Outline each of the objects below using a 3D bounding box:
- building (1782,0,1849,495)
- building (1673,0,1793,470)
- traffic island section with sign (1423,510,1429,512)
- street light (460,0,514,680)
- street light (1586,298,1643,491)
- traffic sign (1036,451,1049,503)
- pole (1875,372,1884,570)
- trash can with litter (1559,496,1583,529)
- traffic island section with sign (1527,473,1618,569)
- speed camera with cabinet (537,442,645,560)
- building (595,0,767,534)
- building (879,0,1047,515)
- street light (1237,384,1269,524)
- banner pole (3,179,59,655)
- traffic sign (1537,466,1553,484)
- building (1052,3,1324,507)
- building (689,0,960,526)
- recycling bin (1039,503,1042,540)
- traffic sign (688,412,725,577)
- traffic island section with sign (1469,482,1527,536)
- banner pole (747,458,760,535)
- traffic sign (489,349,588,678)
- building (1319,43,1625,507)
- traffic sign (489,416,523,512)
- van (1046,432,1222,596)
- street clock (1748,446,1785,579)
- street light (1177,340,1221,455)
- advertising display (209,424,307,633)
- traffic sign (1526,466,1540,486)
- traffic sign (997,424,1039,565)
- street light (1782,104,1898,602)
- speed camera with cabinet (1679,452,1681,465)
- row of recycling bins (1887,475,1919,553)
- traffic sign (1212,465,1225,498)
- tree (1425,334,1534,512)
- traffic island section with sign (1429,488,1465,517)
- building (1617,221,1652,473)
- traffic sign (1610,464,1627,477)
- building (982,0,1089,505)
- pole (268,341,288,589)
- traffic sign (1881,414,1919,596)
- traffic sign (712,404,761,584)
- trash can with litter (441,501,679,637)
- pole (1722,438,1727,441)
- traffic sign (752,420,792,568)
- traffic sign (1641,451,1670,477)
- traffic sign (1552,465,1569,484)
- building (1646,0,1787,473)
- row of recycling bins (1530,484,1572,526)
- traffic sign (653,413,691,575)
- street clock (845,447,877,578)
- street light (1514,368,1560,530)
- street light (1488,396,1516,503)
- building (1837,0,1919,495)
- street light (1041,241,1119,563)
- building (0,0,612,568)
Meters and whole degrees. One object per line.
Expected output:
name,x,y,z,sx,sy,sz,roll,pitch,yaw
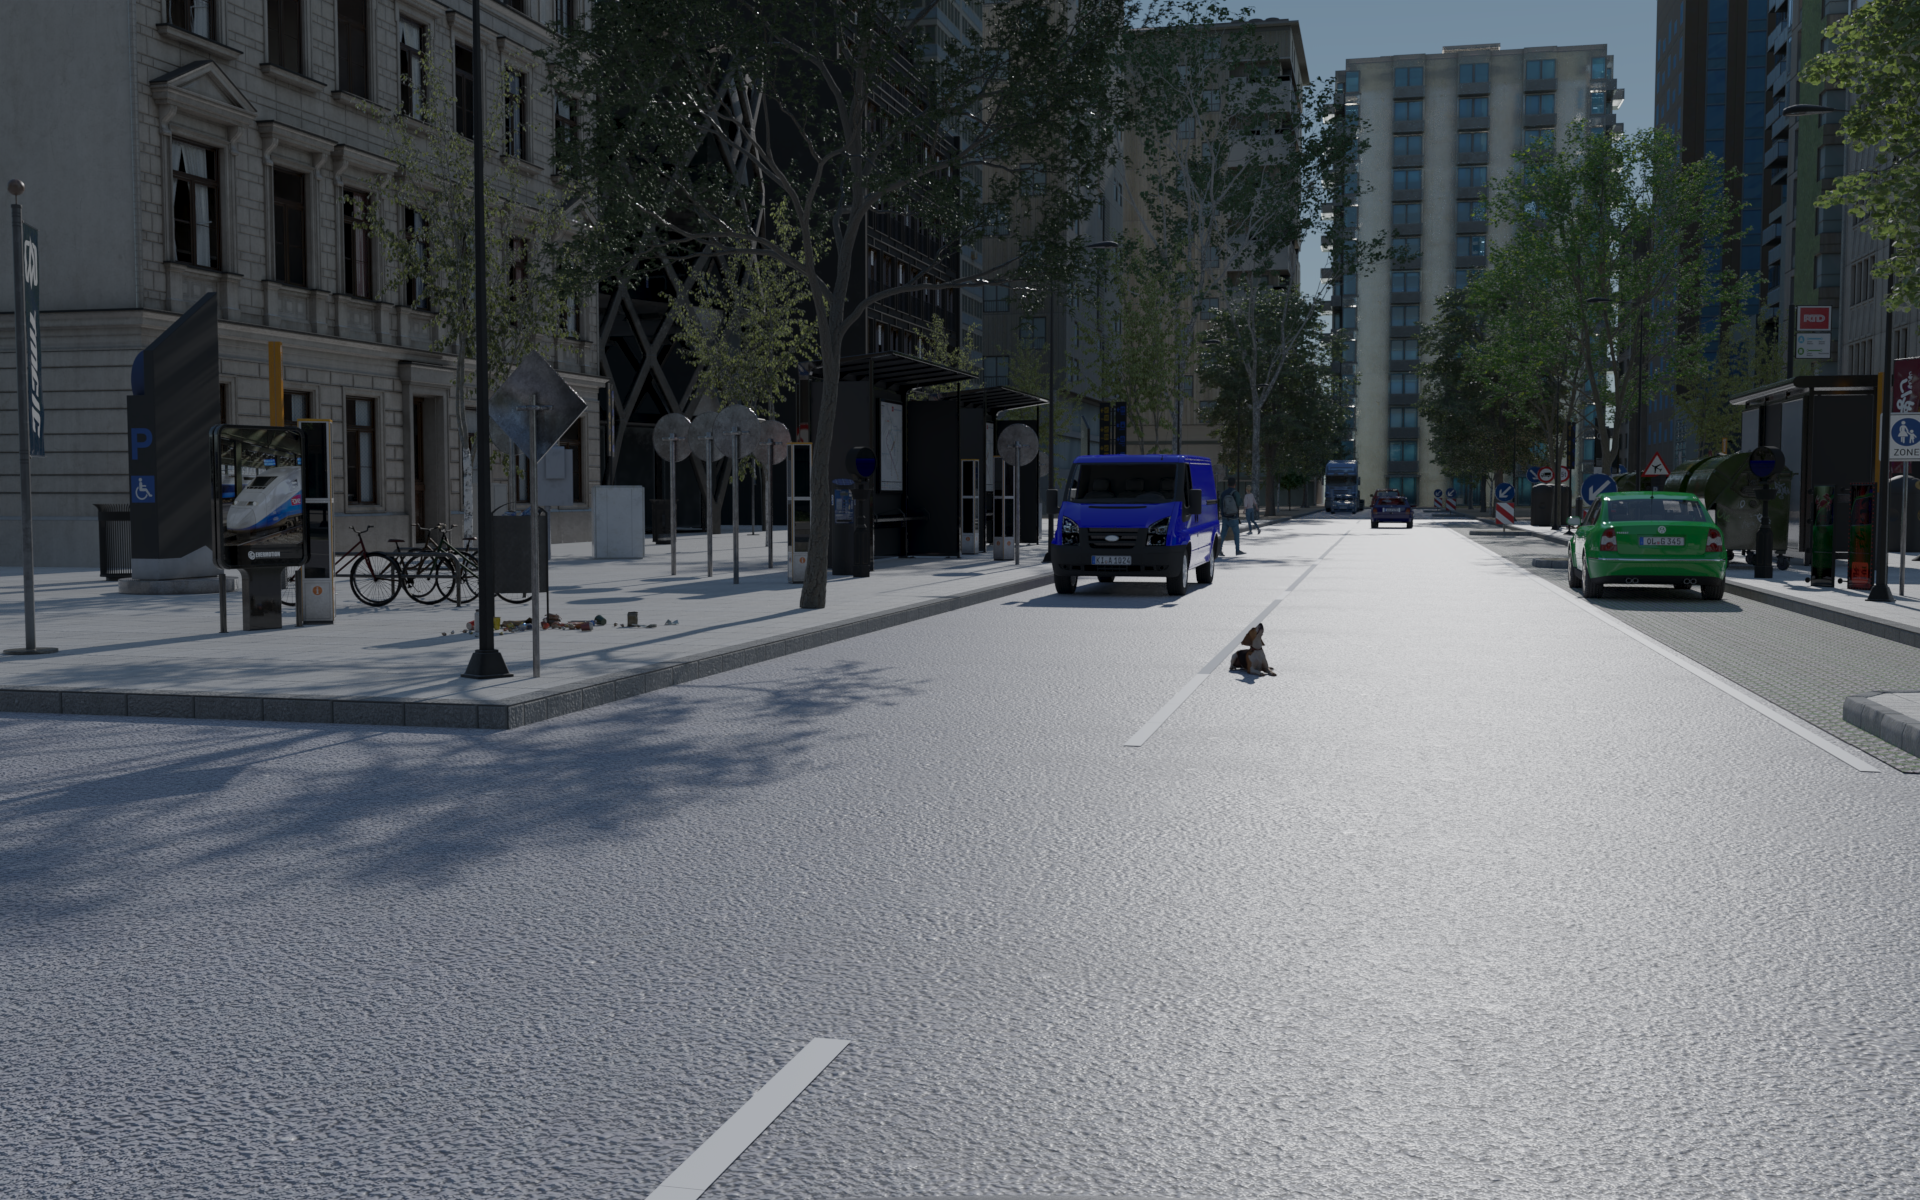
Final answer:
building,48.822,-24.600,85.810,14.154,41.232,14.086,1,4,14
building,58.781,-48.481,105.334,22.319,86.520,31.000,1,4,14
traffic island section with sign,37.337,-7.774,135.735,1.989,1.847,2.006,1,4,14
street light,-2.794,-2.403,11.837,1.470,5.913,1.316,1,4,14
street light,15.497,-4.186,40.978,1.470,5.913,1.316,1,4,14
traffic sign,2.335,-3.156,51.703,0.768,2.556,0.104,1,4,14
pole,15.440,-2.154,29.062,0.158,3.312,0.155,0,3,0
trash can with litter,22.949,-3.230,63.865,1.678,1.210,2.233,1,4,21
traffic island section with sign,12.233,-1.535,33.723,1.989,1.847,2.006,1,4,14
speed camera with cabinet,-7.262,-2.426,34.002,2.038,3.252,0.660,-1,4,-17
building,-15.309,-11.627,57.554,16.820,18.784,16.811,1,4,14
building,-11.914,-25.177,103.531,32.217,40.220,23.993,1,4,14
street light,12.337,-6.164,73.318,1.470,5.913,1.316,1,4,14
banner pole,-7.561,-1.473,14.098,0.401,3.779,0.863,-1,4,-14
traffic sign,26.876,-4.854,79.472,0.768,2.556,0.104,1,4,20
building,26.942,-37.103,195.869,27.495,52.752,28.713,1,4,14
building,-7.854,-15.195,78.111,12.332,23.373,15.834,1,4,14
recycling bin,1.876,-2.213,48.738,0.722,1.027,0.722,1,4,19
traffic sign,-3.873,-1.630,26.763,0.768,2.556,0.104,1,4,18
traffic island section with sign,18.677,-3.136,59.900,1.989,1.847,2.006,1,4,14
banner pole,-6.430,-3.916,54.041,0.401,3.779,0.863,0,4,2
traffic sign,-2.961,-0.515,12.062,0.795,2.450,0.064,1,4,14
building,54.713,-34.732,187.477,30.456,49.044,23.786,1,4,14
traffic sign,-5.821,-1.373,22.547,0.768,2.556,0.104,1,4,19
van,2.745,-1.344,26.367,2.240,2.365,5.245,1,4,15
street clock,12.255,-1.333,26.357,0.358,2.002,0.471,-2,4,-28
street light,7.147,-4.883,52.386,1.470,5.913,1.316,1,4,14
advertising display,-6.599,-0.680,16.333,0.123,1.923,0.974,2,4,29
traffic sign,26.467,-4.873,79.775,0.768,2.556,0.104,1,4,15
traffic sign,1.040,-1.914,31.406,0.768,2.556,0.104,1,4,15
street light,10.509,-2.946,20.714,1.470,5.913,1.316,1,4,14
speed camera with cabinet,32.894,-5.268,80.462,2.038,3.252,0.660,-1,4,-10
row of recycling bins,22.192,-1.911,38.352,3.534,1.692,1.069,0,3,0
traffic sign,11.107,-4.586,75.083,0.768,2.556,0.104,1,4,16
tree,37.407,-12.467,121.964,7.486,12.596,7.792,0,3,0
traffic island section with sign,30.833,-6.157,109.287,1.989,1.847,2.006,1,4,14
building,75.294,-24.794,177.076,14.107,30.474,14.160,1,4,14
traffic sign,28.157,-4.531,74.193,0.768,2.556,0.104,1,4,20
building,-1.864,-33.540,137.610,27.495,52.752,28.713,1,4,14
pole,-9.160,-1.799,23.264,0.158,3.312,0.155,0,3,0
traffic sign,11.884,-1.203,21.792,0.606,2.300,0.079,1,4,22
traffic sign,-3.195,-1.501,24.641,0.768,2.556,0.104,1,4,20
trash can with litter,-3.780,-0.332,16.486,2.233,1.210,1.678,-1,4,-16
pole,27.697,-4.219,62.818,0.158,3.312,0.155,0,3,0
traffic sign,-3.273,-1.819,29.850,0.768,2.556,0.104,1,4,16
traffic sign,21.244,-3.232,52.854,0.884,2.594,0.081,1,4,22
traffic sign,26.630,-4.688,76.760,0.768,2.556,0.104,2,4,23
building,60.175,-29.328,129.632,14.600,45.320,14.200,1,4,14
row of recycling bins,24.392,-3.924,71.277,1.069,1.692,3.534,2,4,35
traffic sign,-4.525,-1.663,27.300,0.768,2.556,0.104,1,4,22
street clock,-1.520,-1.350,26.642,0.358,2.002,0.471,3,5,41
street light,20.635,-5.442,61.511,1.470,5.913,1.316,1,4,14
street light,25.615,-6.682,81.791,1.470,5.913,1.316,1,4,14
building,43.366,-15.251,67.376,12.078,24.808,19.932,1,4,14
street light,2.225,-3.643,32.106,1.470,5.913,1.316,1,4,14
building,-16.417,-10.681,39.264,10.561,19.102,19.286,1,4,14
